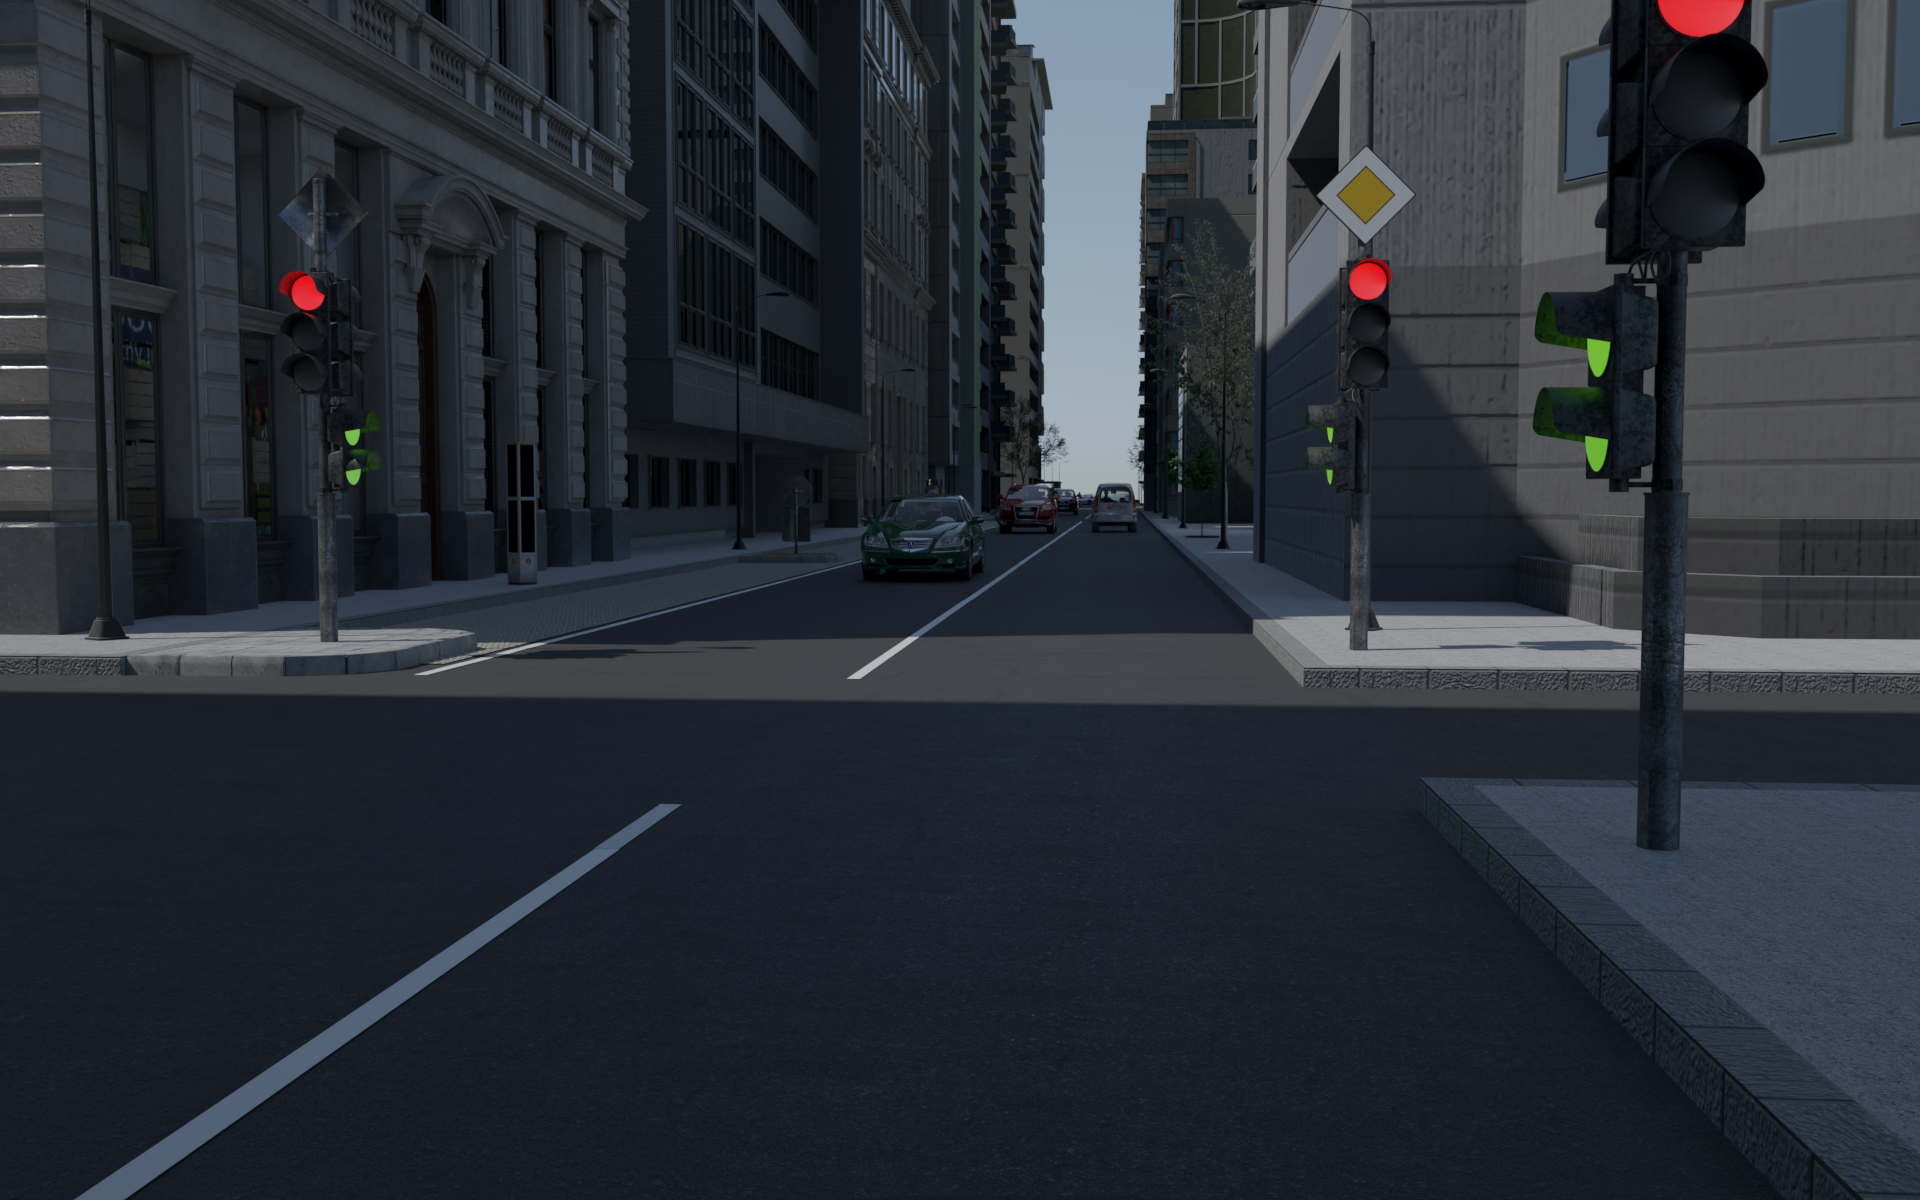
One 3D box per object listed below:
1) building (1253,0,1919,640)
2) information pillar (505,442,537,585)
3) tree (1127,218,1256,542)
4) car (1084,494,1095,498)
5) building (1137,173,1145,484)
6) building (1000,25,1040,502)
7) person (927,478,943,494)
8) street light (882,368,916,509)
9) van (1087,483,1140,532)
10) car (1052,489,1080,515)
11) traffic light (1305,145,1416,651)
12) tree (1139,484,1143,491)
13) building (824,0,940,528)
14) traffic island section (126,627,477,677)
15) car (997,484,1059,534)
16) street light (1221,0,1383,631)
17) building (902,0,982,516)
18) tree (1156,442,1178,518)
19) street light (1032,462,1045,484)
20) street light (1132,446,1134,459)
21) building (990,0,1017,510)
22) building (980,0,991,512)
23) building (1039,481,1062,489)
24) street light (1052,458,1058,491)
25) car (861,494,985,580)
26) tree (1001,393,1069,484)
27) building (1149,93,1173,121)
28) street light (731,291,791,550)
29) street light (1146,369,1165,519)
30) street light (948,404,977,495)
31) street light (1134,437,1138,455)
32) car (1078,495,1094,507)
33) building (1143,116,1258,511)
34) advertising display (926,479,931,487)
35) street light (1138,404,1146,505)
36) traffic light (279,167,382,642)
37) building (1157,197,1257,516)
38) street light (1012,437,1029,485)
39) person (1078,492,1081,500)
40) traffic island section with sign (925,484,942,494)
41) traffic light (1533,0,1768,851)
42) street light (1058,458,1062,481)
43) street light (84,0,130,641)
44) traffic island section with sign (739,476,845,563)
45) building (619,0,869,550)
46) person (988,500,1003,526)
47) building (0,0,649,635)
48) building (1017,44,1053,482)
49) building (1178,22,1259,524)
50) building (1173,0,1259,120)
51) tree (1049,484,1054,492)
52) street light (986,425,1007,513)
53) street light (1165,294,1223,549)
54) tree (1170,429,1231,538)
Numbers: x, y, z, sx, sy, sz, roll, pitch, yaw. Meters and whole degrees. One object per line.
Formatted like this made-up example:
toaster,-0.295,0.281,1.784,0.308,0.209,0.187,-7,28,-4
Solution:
building,18.951,-29.366,22.138,28.212,58.520,21.231,0,4,5
information pillar,-6.195,-1.222,24.475,0.304,2.012,0.304,3,5,41
tree,6.959,-5.840,45.851,4.360,8.622,3.978,0,3,0
car,16.702,-13.000,224.349,2.131,1.459,4.920,0,4,5
building,34.920,-35.245,230.882,22.147,44.769,28.867,0,4,5
building,-2.694,-34.313,184.719,21.300,48.544,21.600,0,4,5
person,-0.543,-1.936,40.240,0.616,1.811,0.778,-3,4,-38
street light,-2.317,-5.604,64.164,1.470,5.913,1.316,0,4,5
van,5.878,-3.618,66.160,2.013,2.044,4.112,0,4,3
car,7.100,-6.752,119.070,2.281,1.827,5.304,0,4,4
traffic light,3.261,-1.542,14.136,0.839,4.253,0.868,0,4,5
tree,19.147,-11.103,176.138,1.663,3.219,1.824,0,3,0
building,-8.349,-17.128,77.300,12.463,27.353,25.104,0,4,5
traffic island section,-5.503,0.441,15.069,2.009,0.180,2.903,0,4,5
car,2.567,-3.405,64.347,2.281,1.827,5.304,0,4,5
street light,3.277,-2.673,16.243,1.470,5.913,1.316,0,4,5
building,-6.346,-25.293,97.128,14.154,41.232,14.086,0,4,5
tree,12.398,-6.820,95.214,4.285,4.588,4.351,0,3,0
street light,7.872,-12.329,174.123,1.470,5.913,1.316,0,4,5
street light,14.994,-10.310,141.113,1.470,5.913,1.316,0,4,5
building,-6.856,-29.732,140.746,22.147,44.769,28.867,0,4,5
building,-9.374,-30.075,115.424,21.300,48.544,21.600,0,4,5
building,-2.393,-33.264,235.740,32.217,40.220,23.993,0,4,5
street light,10.191,-13.810,198.329,1.470,5.913,1.316,0,4,5
car,-0.586,-1.132,30.303,2.131,1.459,4.920,0,4,5
tree,5.990,-13.736,158.989,8.767,10.594,7.601,1,4,9
building,33.019,-35.593,205.647,21.300,48.544,21.600,0,4,5
street light,-4.572,-4.116,39.833,1.470,5.913,1.316,0,4,5
street light,7.770,-5.619,64.411,1.470,5.913,1.316,0,4,5
street light,0.222,-7.278,91.540,1.470,5.913,1.316,0,4,5
street light,12.655,-8.814,116.650,1.470,5.913,1.316,0,4,5
car,14.294,-11.204,195.548,2.083,1.381,4.827,0,4,5
building,21.585,-22.315,136.558,14.160,30.474,14.107,0,4,5
advertising display,-1.374,-4.333,76.065,0.123,1.923,0.974,0,4,4
street light,10.311,-7.293,91.784,1.470,5.913,1.316,0,4,5
traffic light,-5.464,-1.591,14.930,0.839,4.253,0.868,0,4,5
building,27.246,-16.496,114.750,27.650,21.520,28.899,0,4,5
street light,4.788,-10.285,140.698,1.470,5.913,1.316,0,4,5
person,17.047,-14.528,246.697,0.551,1.740,0.621,-3,5,-42
traffic island section with sign,-0.955,-3.375,63.804,1.989,1.847,2.006,0,4,5
traffic light,2.520,-1.056,6.186,0.839,4.253,0.868,0,4,5
street light,12.381,-15.283,222.418,1.470,5.913,1.316,0,4,5
street light,-6.997,-2.601,15.065,1.470,5.913,1.316,0,4,5
traffic island section with sign,-3.496,-1.711,36.598,1.989,1.847,2.006,0,4,5
building,-11.783,-14.127,50.051,14.314,24.678,30.058,0,4,5
person,1.761,-3.949,78.559,1.012,1.151,0.738,-2,4,-27
building,-12.099,-11.974,24.652,11.050,23.489,19.941,0,4,5
building,-3.635,-37.947,209.666,28.713,52.752,27.495,0,4,5
building,20.452,-46.118,66.693,22.319,86.520,31.000,0,4,5
building,27.061,-43.667,152.208,20.563,71.187,20.611,0,4,5
tree,13.608,-15.582,249.369,1.663,3.219,1.824,0,3,0
street light,2.472,-8.812,116.621,1.470,5.913,1.316,0,4,5
street light,5.604,-4.145,40.320,1.470,5.913,1.316,0,4,5
tree,7.149,-3.459,51.161,1.663,3.219,1.824,0,3,0
